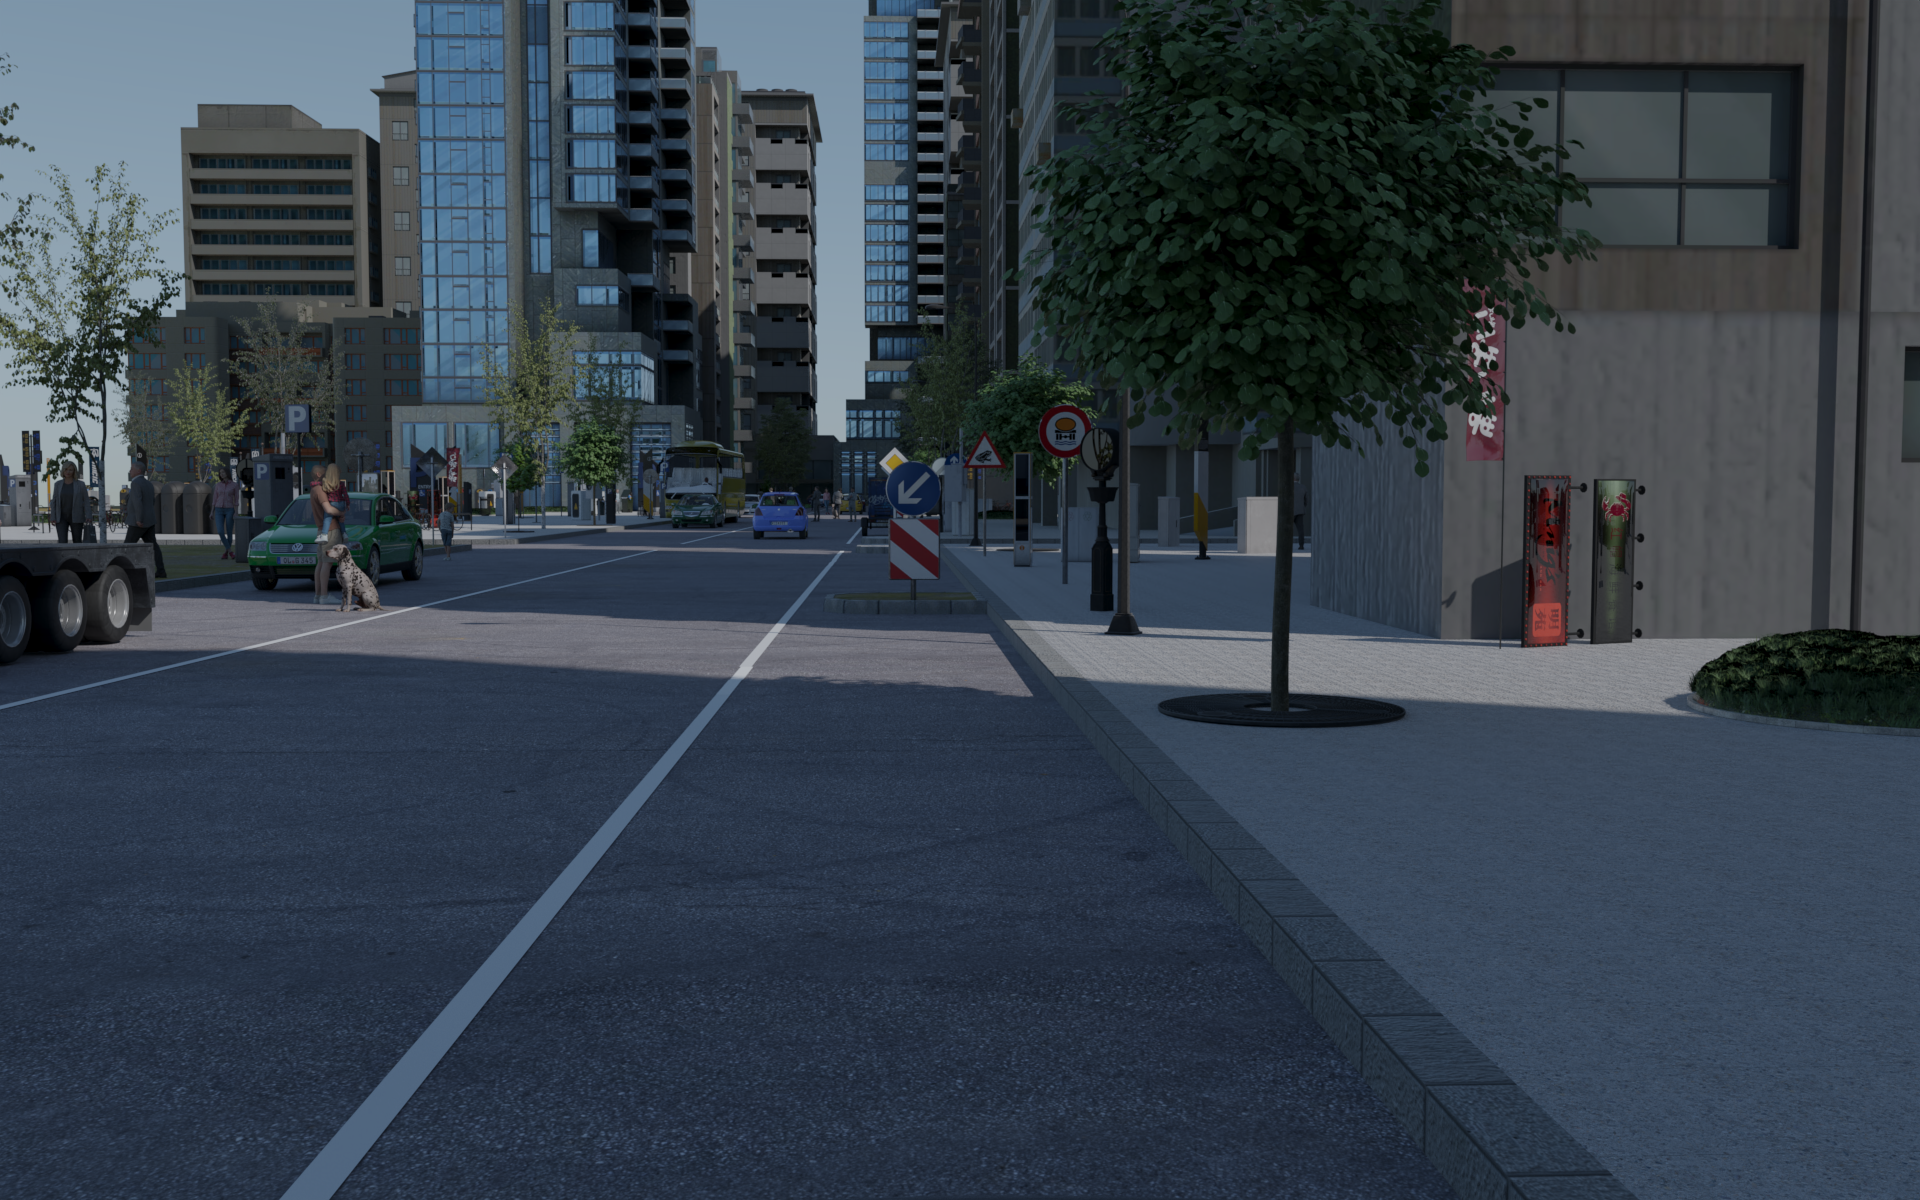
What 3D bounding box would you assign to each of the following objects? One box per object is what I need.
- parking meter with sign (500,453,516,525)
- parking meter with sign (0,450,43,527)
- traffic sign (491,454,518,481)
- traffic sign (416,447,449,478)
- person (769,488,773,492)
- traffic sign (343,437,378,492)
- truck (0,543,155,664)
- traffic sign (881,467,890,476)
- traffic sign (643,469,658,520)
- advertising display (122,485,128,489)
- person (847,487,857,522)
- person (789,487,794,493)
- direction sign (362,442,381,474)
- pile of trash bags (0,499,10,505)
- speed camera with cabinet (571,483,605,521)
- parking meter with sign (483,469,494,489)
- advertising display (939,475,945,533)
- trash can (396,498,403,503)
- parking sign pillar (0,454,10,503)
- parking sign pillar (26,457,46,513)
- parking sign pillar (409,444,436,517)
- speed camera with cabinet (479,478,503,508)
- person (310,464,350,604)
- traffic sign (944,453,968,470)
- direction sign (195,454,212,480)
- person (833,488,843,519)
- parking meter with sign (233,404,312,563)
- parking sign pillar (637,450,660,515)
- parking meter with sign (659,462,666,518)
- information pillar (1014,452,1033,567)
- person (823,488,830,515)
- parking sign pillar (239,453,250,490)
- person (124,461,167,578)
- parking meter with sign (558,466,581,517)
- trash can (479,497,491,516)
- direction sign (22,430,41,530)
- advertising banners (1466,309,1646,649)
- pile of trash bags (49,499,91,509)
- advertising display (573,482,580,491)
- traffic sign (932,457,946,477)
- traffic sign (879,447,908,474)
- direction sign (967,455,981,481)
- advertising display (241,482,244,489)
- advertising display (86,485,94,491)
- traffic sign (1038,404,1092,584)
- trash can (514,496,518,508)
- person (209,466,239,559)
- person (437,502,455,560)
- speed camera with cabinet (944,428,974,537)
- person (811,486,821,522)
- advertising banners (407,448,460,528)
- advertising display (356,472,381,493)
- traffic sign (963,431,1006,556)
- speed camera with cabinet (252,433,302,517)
[{"bbox_3d":[-19.190,-4.733,73.648,0.543,3.016,1.738,-1,4,-10],"label":"parking meter with sign"},{"bbox_3d":[-37.097,-4.406,68.300,0.543,3.016,1.738,1,4,22],"label":"parking meter with sign"},{"bbox_3d":[-13.305,-2.959,50.570,0.795,2.593,0.064,0,4,-2],"label":"traffic sign"},{"bbox_3d":[-12.981,-2.471,42.592,0.795,2.593,0.064,0,4,-2],"label":"traffic sign"},{"bbox_3d":[-12.958,-6.750,118.633,0.755,1.850,0.659,2,4,30],"label":"person"},{"bbox_3d":[-13.469,-2.374,38.915,0.768,2.556,0.104,0,4,-2],"label":"traffic sign"},{"bbox_3d":[-8.719,-1.108,7.876,2.967,4.110,18.799,0,4,-3],"label":"truck"},{"bbox_3d":[-1.920,-2.986,51.011,0.795,2.593,0.064,0,4,-2],"label":"traffic sign"},{"bbox_3d":[-15.572,-5.322,87.126,0.768,2.556,0.104,0,4,1],"label":"traffic sign"},{"bbox_3d":[-57.713,-7.004,119.736,0.123,1.923,0.974,-3,5,-42],"label":"advertising display"},{"bbox_3d":[-5.576,-4.924,89.185,0.511,1.800,0.466,1,4,17],"label":"person"},{"bbox_3d":[-8.767,-4.930,89.274,0.661,1.801,0.590,-2,4,-25],"label":"person"},{"bbox_3d":[-25.540,-5.081,75.070,0.876,3.537,0.379,0,4,0],"label":"direction sign"},{"bbox_3d":[-49.726,-4.833,88.766,3.447,1.369,1.912,1,4,19],"label":"pile of trash bags"},{"bbox_3d":[-18.213,-5.511,84.445,0.660,3.252,2.038,-3,5,-43],"label":"speed camera with cabinet"},{"bbox_3d":[-31.761,-7.488,118.692,1.738,3.016,0.543,-1,4,-12],"label":"parking meter with sign"},{"bbox_3d":[-0.609,-3.224,57.934,0.123,1.923,0.974,0,4,5],"label":"advertising display"},{"bbox_3d":[-20.673,-3.151,63.174,0.748,1.137,0.748,0,3,0],"label":"trash can"},{"bbox_3d":[-65.053,-7.921,117.977,1.447,3.967,1.447,-1,4,-22],"label":"parking sign pillar"},{"bbox_3d":[-59.099,-7.452,110.306,1.447,3.967,1.447,-3,4,-38],"label":"parking sign pillar"},{"bbox_3d":[-28.700,-6.364,92.526,1.447,3.967,1.447,0,4,2],"label":"parking sign pillar"},{"bbox_3d":[-29.903,-7.131,110.931,0.660,3.252,2.038,2,4,28],"label":"speed camera with cabinet"},{"bbox_3d":[-8.266,-0.868,22.663,0.580,1.828,0.573,1,4,12],"label":"person"},{"bbox_3d":[-0.114,-3.307,54.178,0.768,2.556,0.104,0,4,6],"label":"traffic sign"},{"bbox_3d":[-42.946,-6.506,98.363,0.876,3.537,0.379,-1,4,-12],"label":"direction sign"},{"bbox_3d":[-7.087,-5.599,100.219,0.592,1.802,0.473,0,4,7],"label":"person"},{"bbox_3d":[-13.084,-2.244,32.944,0.543,3.016,1.738,1,4,16],"label":"parking meter with sign"},{"bbox_3d":[-19.082,-7.195,106.117,1.447,3.967,1.447,1,4,21],"label":"parking sign pillar"},{"bbox_3d":[-15.892,-5.911,92.910,0.543,3.016,1.738,0,4,-8],"label":"parking meter with sign"},{"bbox_3d":[1.114,-1.594,30.556,0.304,2.012,0.304,1,4,9],"label":"information pillar"},{"bbox_3d":[-9.303,-6.862,120.710,0.555,1.821,0.388,-2,4,-26],"label":"person"},{"bbox_3d":[-46.840,-7.642,113.414,1.447,3.967,1.447,-1,4,-11],"label":"parking sign pillar"},{"bbox_3d":[-12.549,-1.219,26.365,0.834,1.777,0.661,-1,4,-12],"label":"person"},{"bbox_3d":[-22.025,-6.274,98.840,1.738,3.016,0.543,1,4,16],"label":"parking meter with sign"},{"bbox_3d":[-27.887,-5.509,101.721,0.748,1.137,0.748,0,3,0],"label":"trash can"},{"bbox_3d":[-33.032,-4.261,61.671,0.876,3.537,0.379,1,4,22],"label":"direction sign"},{"bbox_3d":[4.934,-1.118,14.461,2.074,3.025,0.090,-2,4,-25],"label":"advertising banners"},{"bbox_3d":[-48.170,-5.125,93.541,1.912,1.369,3.447,-3,5,-42],"label":"pile of trash bags"},{"bbox_3d":[-20.132,-5.248,91.015,0.123,1.923,0.974,-2,4,-25],"label":"advertising display"},{"bbox_3d":[-0.609,-3.688,60.398,0.768,2.556,0.104,0,4,-1],"label":"traffic sign"},{"bbox_3d":[-1.595,-2.498,43.033,0.795,2.593,0.064,0,4,-2],"label":"traffic sign"},{"bbox_3d":[0.819,-6.591,99.765,0.876,3.537,0.379,-1,4,-20],"label":"direction sign"},{"bbox_3d":[-38.101,-5.374,93.087,0.974,1.923,0.123,-3,5,-41],"label":"advertising display"},{"bbox_3d":[-61.263,-7.111,121.486,0.123,1.923,0.974,3,4,36],"label":"advertising display"},{"bbox_3d":[1.500,-1.500,24.635,0.768,2.556,0.104,0,4,7],"label":"traffic sign"},{"bbox_3d":[-28.376,-6.084,111.129,0.748,1.137,0.748,0,3,0],"label":"trash can"},{"bbox_3d":[-14.440,-1.709,34.000,0.555,1.821,0.388,-1,4,-14],"label":"person"},{"bbox_3d":[-11.108,-1.485,37.462,0.332,1.250,0.352,2,4,34],"label":"person"},{"bbox_3d":[0.005,-3.581,52.887,0.660,3.252,2.038,1,4,12],"label":"speed camera with cabinet"},{"bbox_3d":[-7.531,-5.010,90.223,0.447,1.846,0.655,2,4,32],"label":"person"},{"bbox_3d":[-19.797,-4.212,65.062,2.074,3.025,0.090,0,4,-6],"label":"advertising banners"},{"bbox_3d":[-17.706,-2.856,51.906,0.974,1.923,0.123,2,4,32],"label":"advertising display"},{"bbox_3d":[0.508,-2.177,35.596,0.884,2.594,0.081,0,4,3],"label":"traffic sign"},{"bbox_3d":[-21.955,-3.748,55.614,0.660,3.252,2.038,1,4,13],"label":"speed camera with cabinet"}]
